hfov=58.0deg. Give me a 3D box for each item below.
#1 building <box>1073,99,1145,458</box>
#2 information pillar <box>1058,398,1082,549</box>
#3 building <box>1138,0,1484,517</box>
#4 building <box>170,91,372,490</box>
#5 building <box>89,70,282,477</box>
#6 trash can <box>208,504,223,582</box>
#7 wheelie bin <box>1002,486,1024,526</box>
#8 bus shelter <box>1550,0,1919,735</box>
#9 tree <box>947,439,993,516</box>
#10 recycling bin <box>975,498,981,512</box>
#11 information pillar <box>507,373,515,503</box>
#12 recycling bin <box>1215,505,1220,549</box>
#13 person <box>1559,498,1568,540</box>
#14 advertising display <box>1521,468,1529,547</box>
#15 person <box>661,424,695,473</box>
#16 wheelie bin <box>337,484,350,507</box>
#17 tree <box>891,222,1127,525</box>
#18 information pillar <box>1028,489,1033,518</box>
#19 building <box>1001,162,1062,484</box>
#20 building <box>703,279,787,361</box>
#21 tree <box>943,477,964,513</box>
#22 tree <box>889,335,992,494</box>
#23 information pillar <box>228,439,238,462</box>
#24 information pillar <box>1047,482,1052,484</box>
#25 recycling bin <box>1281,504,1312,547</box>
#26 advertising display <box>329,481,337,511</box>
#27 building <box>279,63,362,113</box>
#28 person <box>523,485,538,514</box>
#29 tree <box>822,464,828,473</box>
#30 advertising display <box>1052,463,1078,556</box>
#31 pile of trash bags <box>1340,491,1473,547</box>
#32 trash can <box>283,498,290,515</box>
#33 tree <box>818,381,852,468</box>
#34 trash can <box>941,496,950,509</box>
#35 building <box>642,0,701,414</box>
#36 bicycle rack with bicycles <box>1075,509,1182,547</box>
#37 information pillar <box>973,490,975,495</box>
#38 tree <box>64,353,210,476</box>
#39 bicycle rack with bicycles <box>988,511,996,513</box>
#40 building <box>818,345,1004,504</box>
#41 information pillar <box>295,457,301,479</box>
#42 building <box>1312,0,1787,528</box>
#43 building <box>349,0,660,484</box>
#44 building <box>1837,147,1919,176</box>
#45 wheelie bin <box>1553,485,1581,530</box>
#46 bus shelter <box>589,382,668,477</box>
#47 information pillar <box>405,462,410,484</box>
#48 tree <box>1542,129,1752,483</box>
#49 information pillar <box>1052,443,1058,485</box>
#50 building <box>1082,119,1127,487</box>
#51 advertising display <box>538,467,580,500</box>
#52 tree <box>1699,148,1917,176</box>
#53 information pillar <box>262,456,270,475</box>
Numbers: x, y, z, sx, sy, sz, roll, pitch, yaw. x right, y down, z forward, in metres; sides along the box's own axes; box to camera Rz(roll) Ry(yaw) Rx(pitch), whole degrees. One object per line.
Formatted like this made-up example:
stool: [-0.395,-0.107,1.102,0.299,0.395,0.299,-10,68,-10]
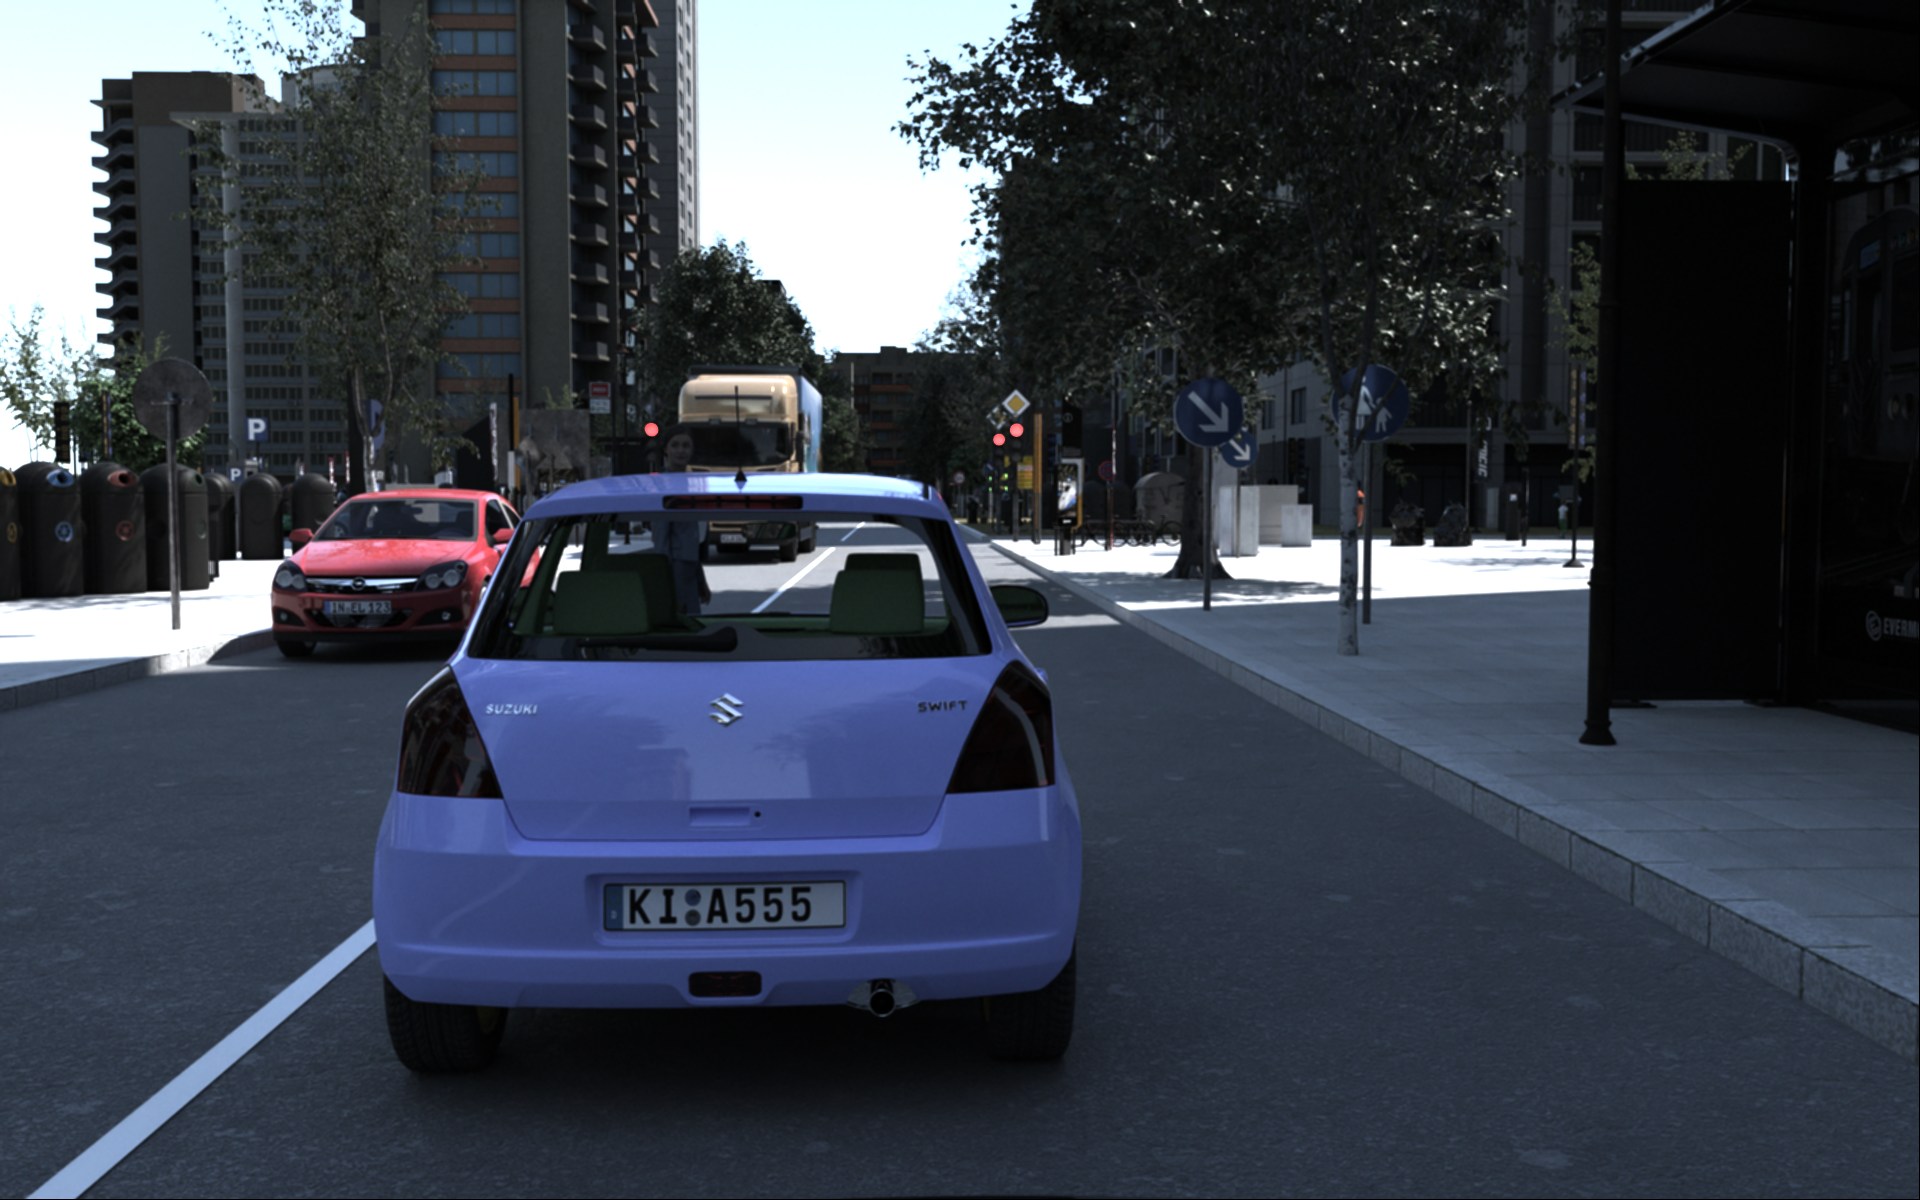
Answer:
building: [18.343,-30.663,184.937,14.154,41.232,14.086,0,4,-2]
information pillar: [2.597,-3.002,40.435,0.504,3.616,0.183,0,4,7]
building: [22.151,-41.616,118.678,20.563,71.187,20.611,0,4,-2]
building: [-60.166,-29.433,173.110,23.993,40.220,32.217,0,4,-2]
building: [-79.981,-32.467,180.947,14.200,45.320,14.600,0,4,-2]
trash can: [-11.145,-0.833,25.269,0.748,1.137,0.748,0,3,0]
wheelie bin: [2.066,-3.726,68.836,0.693,1.594,0.980,3,5,40]
bus shelter: [4.474,-0.983,7.357,1.731,3.624,6.357,0,4,-2]
tree: [0.703,-7.314,103.299,4.285,4.588,4.351,0,3,0]
recycling bin: [1.113,-7.022,127.363,0.722,1.027,0.722,1,4,13]
information pillar: [-8.764,-2.598,33.831,0.183,3.616,0.504,-1,4,-19]
recycling bin: [6.256,-1.728,40.802,0.722,1.027,0.722,2,4,33]
person: [18.379,-2.450,52.803,0.306,1.304,0.590,3,4,38]
advertising display: [13.920,-2.291,42.669,0.123,1.923,0.974,1,4,20]
person: [-1.628,-0.074,9.742,0.654,1.822,0.581,2,4,28]
wheelie bin: [-18.945,-2.815,53.932,0.693,1.594,0.980,2,4,29]
tree: [2.380,-9.948,73.022,12.009,13.543,11.850,0,3,0]
information pillar: [3.847,-5.379,92.443,0.304,2.012,0.304,-3,5,-41]
building: [12.701,-35.689,233.617,14.200,45.320,14.600,0,4,-2]
building: [-30.384,-28.208,232.908,14.107,30.474,14.160,0,4,-2]
tree: [-0.134,-7.677,120.118,1.663,3.219,1.824,0,3,0]
tree: [-1.845,-21.068,200.347,12.611,20.169,13.585,0,3,0]
information pillar: [-30.877,-5.033,73.649,0.504,3.616,0.183,2,4,25]
information pillar: [5.538,-6.246,106.618,0.304,2.012,0.304,1,4,20]
recycling bin: [8.185,-1.806,42.082,0.722,1.027,0.722,1,4,11]
advertising display: [-31.873,-5.039,87.605,0.123,1.923,0.974,1,4,20]
building: [-75.660,-42.366,234.689,28.212,58.520,21.231,0,4,-2]
person: [-12.138,-2.421,49.085,0.512,1.701,0.522,-3,4,-37]
tree: [-12.318,-9.588,140.473,4.285,4.588,4.351,0,3,0]
advertising display: [2.200,-1.896,36.205,0.123,1.923,0.974,2,4,29]
pile of trash bags: [11.153,-2.056,43.375,3.447,1.369,1.912,3,4,36]
trash can: [-24.695,-3.133,62.870,0.748,1.137,0.748,0,3,0]
tree: [-11.749,-12.093,132.138,7.601,10.594,8.767,-1,4,-19]
trash can: [-1.055,-6.820,123.161,0.748,1.137,0.748,0,3,0]
building: [-38.100,-45.316,179.160,20.611,71.187,20.563,0,4,-2]
bicycle rack with bicycles: [4.083,-1.806,42.910,2.925,0.926,2.852,0,4,6]
information pillar: [1.003,-8.374,128.276,0.183,3.616,0.504,2,4,28]
tree: [-19.255,-3.489,40.752,4.285,4.588,4.351,0,3,0]
bicycle rack with bicycles: [3.216,-6.260,115.734,2.852,0.926,2.925,1,4,22]
building: [-9.111,-24.236,241.301,28.899,21.520,27.650,0,4,-2]
information pillar: [-41.501,-7.175,108.669,0.504,3.616,0.183,2,4,35]
building: [25.329,-38.931,74.771,20.611,71.187,20.563,0,4,-2]
building: [-36.759,-29.815,142.093,22.147,44.769,28.867,0,4,-2]
building: [57.624,-32.843,78.984,28.212,58.520,21.231,0,4,-2]
wheelie bin: [21.943,-3.351,62.692,0.980,1.594,0.693,0,4,5]
bus shelter: [-12.268,-5.328,64.743,2.179,5.291,8.768,0,4,-2]
information pillar: [-40.877,-8.364,128.104,0.504,3.616,0.183,3,5,40]
tree: [13.823,-5.162,34.754,4.737,8.622,4.395,0,3,0]
information pillar: [4.440,-5.440,80.296,0.183,3.616,0.504,-2,4,-27]
building: [23.001,-51.898,161.206,22.319,86.520,31.000,0,4,-2]
advertising display: [-9.556,-2.206,41.283,0.974,1.923,0.123,-2,4,-26]
tree: [14.604,-4.795,28.763,4.360,8.622,3.978,0,3,0]
information pillar: [-42.873,-7.076,107.054,0.504,3.616,0.183,1,4,8]
